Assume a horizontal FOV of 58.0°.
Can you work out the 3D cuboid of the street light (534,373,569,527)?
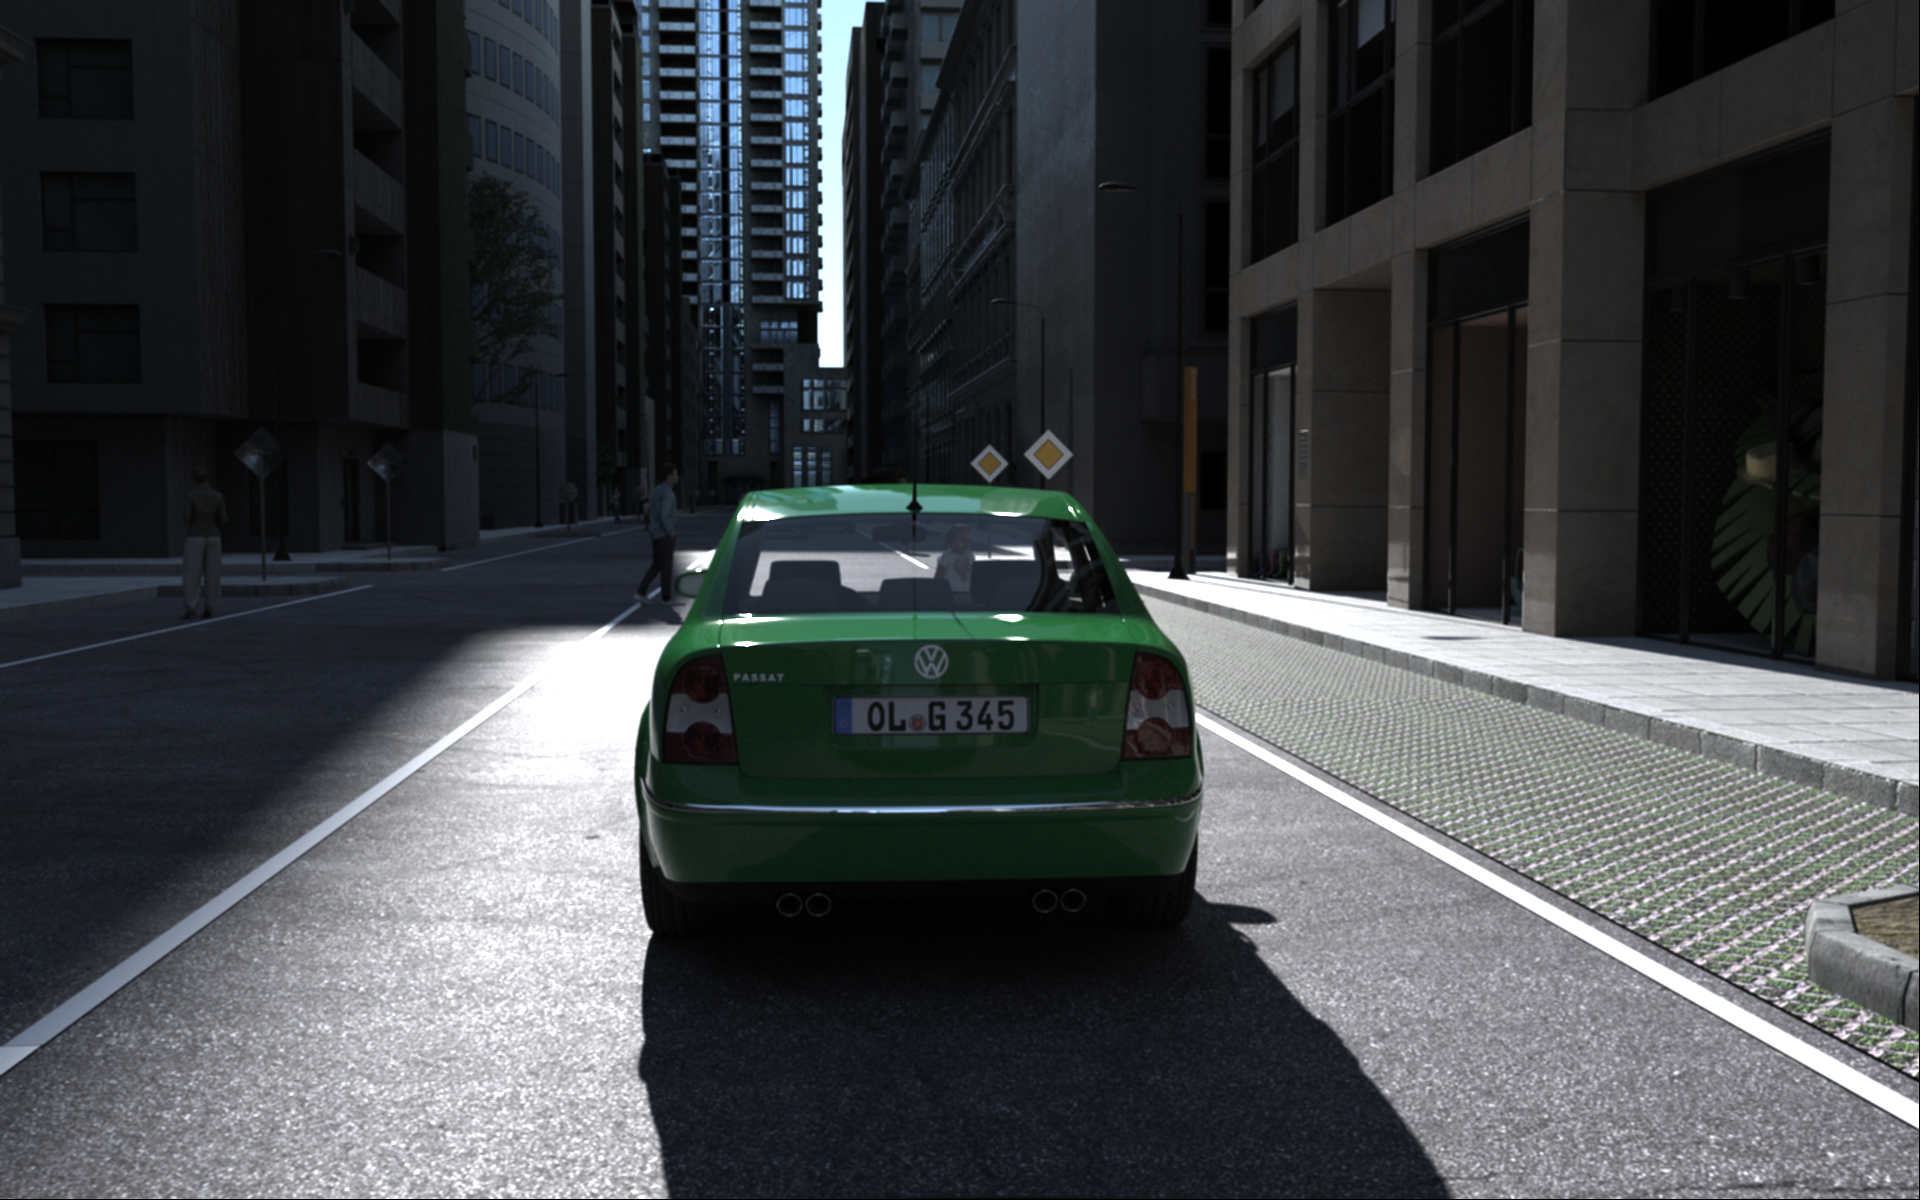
[{"bbox_3d":[-15.733,-5.762,66.745,1.470,5.913,1.316,0,4,-6],"label":"street light"}]

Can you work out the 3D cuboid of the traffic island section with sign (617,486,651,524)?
[{"bbox_3d":[-15.733,-4.671,85.006,1.989,1.847,2.006,0,4,-6],"label":"traffic island section with sign"}]

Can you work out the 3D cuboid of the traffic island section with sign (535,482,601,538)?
[{"bbox_3d":[-13.120,-3.024,58.078,1.989,1.847,2.006,0,4,-6],"label":"traffic island section with sign"}]

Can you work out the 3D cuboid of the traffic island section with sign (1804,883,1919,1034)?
[{"bbox_3d":[3.510,0.241,4.682,1.989,1.847,2.006,0,4,-6],"label":"traffic island section with sign"}]

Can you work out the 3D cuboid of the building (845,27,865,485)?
[{"bbox_3d":[-0.508,-33.717,174.979,21.300,48.544,21.600,0,4,-6],"label":"building"}]

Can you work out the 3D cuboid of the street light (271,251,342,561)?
[{"bbox_3d":[-12.502,-3.709,33.175,1.470,5.913,1.316,0,4,-6],"label":"street light"}]

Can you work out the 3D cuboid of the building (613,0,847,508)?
[{"bbox_3d":[-29.096,-54.291,200.324,31.000,86.520,22.319,0,4,-6],"label":"building"}]

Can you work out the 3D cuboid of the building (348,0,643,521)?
[{"bbox_3d":[-25.948,-20.098,100.307,14.160,30.474,14.107,0,4,-6],"label":"building"}]

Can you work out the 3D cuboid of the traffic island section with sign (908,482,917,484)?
[{"bbox_3d":[-1.767,-3.091,59.162,1.989,1.847,2.006,0,4,-6],"label":"traffic island section with sign"}]

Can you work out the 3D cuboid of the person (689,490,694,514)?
[{"bbox_3d":[-19.681,-7.181,126.828,0.530,1.710,0.541,1,4,15],"label":"person"}]

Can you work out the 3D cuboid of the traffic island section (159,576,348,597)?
[{"bbox_3d":[-10.309,-0.204,25.609,2.009,0.180,2.903,0,4,-6],"label":"traffic island section"}]

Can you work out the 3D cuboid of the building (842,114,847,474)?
[{"bbox_3d":[-6.304,-33.674,200.684,14.200,45.320,14.600,0,4,-6],"label":"building"}]

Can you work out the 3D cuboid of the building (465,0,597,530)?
[{"bbox_3d":[-27.276,-32.299,70.082,21.231,58.520,28.212,0,4,-6],"label":"building"}]

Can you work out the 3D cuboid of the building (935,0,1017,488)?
[{"bbox_3d":[5.740,-13.799,61.772,11.583,22.565,21.152,0,4,-6],"label":"building"}]

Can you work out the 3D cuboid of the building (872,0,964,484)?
[{"bbox_3d":[5.381,-31.516,134.898,23.786,49.044,30.456,0,4,-6],"label":"building"}]

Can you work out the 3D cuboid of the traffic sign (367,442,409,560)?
[{"bbox_3d":[-11.055,-1.826,33.497,0.795,2.450,0.064,0,4,-6],"label":"traffic sign"}]

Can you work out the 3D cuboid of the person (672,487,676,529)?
[{"bbox_3d":[-11.124,-3.536,66.535,0.478,1.798,0.641,2,4,28],"label":"person"}]

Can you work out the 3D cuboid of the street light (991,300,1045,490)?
[{"bbox_3d":[1.448,-4.221,41.561,1.470,5.913,1.316,0,4,-6],"label":"street light"}]

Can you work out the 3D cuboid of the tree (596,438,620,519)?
[{"bbox_3d":[-19.528,-6.569,91.117,4.285,4.588,4.351,0,3,0],"label":"tree"}]

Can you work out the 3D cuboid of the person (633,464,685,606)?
[{"bbox_3d":[-3.876,-0.840,22.256,0.620,1.820,0.660,-2,4,-31],"label":"person"}]

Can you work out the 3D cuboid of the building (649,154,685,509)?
[{"bbox_3d":[-30.894,-22.909,146.262,14.160,30.474,14.107,0,4,-6],"label":"building"}]

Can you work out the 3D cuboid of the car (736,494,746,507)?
[{"bbox_3d":[-17.681,-8.143,144.943,2.131,1.459,4.920,0,4,-5],"label":"car"}]

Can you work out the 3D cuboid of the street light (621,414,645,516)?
[{"bbox_3d":[-18.904,-7.803,100.113,1.470,5.913,1.316,0,4,-6],"label":"street light"}]

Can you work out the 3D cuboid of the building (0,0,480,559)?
[{"bbox_3d":[-19.584,-16.373,39.394,14.160,30.474,14.107,0,4,-6],"label":"building"}]

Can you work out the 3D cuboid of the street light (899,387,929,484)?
[{"bbox_3d":[-1.935,-6.288,75.356,1.470,5.913,1.316,0,4,-6],"label":"street light"}]

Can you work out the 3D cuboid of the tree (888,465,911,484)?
[{"bbox_3d":[-4.173,-7.428,116.047,1.663,3.219,1.824,0,3,0],"label":"tree"}]

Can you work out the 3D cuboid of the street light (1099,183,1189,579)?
[{"bbox_3d":[2.769,-3.274,26.066,1.470,5.913,1.316,0,4,-6],"label":"street light"}]

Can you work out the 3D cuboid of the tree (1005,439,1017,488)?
[{"bbox_3d":[1.903,-3.401,50.212,1.663,3.219,1.824,0,3,0],"label":"tree"}]

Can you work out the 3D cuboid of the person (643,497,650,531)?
[{"bbox_3d":[-12.077,-3.301,66.723,0.306,1.304,0.590,0,4,7],"label":"person"}]

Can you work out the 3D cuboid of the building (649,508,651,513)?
[{"bbox_3d":[-32.716,-49.464,121.402,22.319,86.520,31.000,0,4,-6],"label":"building"}]

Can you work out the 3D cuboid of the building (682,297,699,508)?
[{"bbox_3d":[-40.997,-19.848,169.556,28.899,21.520,27.650,0,4,-6],"label":"building"}]

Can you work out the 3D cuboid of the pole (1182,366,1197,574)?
[{"bbox_3d":[3.690,-2.076,27.791,0.158,3.312,0.155,0,3,0],"label":"pole"}]

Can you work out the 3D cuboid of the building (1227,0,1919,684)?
[{"bbox_3d":[15.379,-12.595,10.447,19.350,26.468,34.151,0,4,-6],"label":"building"}]

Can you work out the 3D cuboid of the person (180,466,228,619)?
[{"bbox_3d":[-8.741,-0.668,19.977,0.519,1.759,0.362,-3,5,-42],"label":"person"}]

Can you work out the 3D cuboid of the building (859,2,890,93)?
[{"bbox_3d":[-1.858,-31.002,156.998,14.600,45.320,14.200,0,4,-6],"label":"building"}]

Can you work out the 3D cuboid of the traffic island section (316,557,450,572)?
[{"bbox_3d":[-11.077,-0.690,33.557,2.009,0.180,2.903,0,4,-6],"label":"traffic island section"}]

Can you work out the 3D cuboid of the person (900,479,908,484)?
[{"bbox_3d":[-1.433,-2.061,42.383,0.709,1.800,0.728,-1,4,-9],"label":"person"}]

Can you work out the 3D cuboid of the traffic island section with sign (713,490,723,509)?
[{"bbox_3d":[-23.194,-9.396,162.256,1.989,1.847,2.006,0,4,-6],"label":"traffic island section with sign"}]

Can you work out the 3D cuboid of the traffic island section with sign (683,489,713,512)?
[{"bbox_3d":[-20.602,-7.755,135.425,1.989,1.847,2.006,0,4,-6],"label":"traffic island section with sign"}]

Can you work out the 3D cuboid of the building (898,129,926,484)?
[{"bbox_3d":[2.536,-16.604,100.357,11.050,23.489,19.941,0,4,-6],"label":"building"}]

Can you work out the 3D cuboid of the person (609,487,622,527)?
[{"bbox_3d":[-15.121,-4.108,76.258,0.643,1.750,0.593,-3,4,-37],"label":"person"}]

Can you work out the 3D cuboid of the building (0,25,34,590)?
[{"bbox_3d":[-29.277,-12.065,16.353,34.723,24.649,14.460,0,4,-6],"label":"building"}]

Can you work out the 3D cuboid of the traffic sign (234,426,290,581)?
[{"bbox_3d":[-10.286,-1.340,25.549,0.795,2.450,0.064,0,4,-6],"label":"traffic sign"}]

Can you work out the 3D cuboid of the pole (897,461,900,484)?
[{"bbox_3d":[-3.813,-6.948,107.437,0.158,3.312,0.155,0,3,0],"label":"pole"}]

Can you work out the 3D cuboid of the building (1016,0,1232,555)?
[{"bbox_3d":[17.092,-13.651,42.264,30.058,24.678,14.314,0,4,-6],"label":"building"}]

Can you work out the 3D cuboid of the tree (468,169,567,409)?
[{"bbox_3d":[-15.554,-7.743,52.355,9.928,11.665,9.643,0,3,0],"label":"tree"}]

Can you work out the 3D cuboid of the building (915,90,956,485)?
[{"bbox_3d":[3.418,-14.202,81.361,9.793,20.994,18.267,0,4,-6],"label":"building"}]

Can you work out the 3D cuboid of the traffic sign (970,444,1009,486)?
[{"bbox_3d":[0.588,-1.893,34.598,0.795,2.450,0.064,0,4,-6],"label":"traffic sign"}]

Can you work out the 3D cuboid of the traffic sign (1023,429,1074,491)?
[{"bbox_3d":[1.356,-1.407,26.650,0.795,2.450,0.064,0,4,-6],"label":"traffic sign"}]

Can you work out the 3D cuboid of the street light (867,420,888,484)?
[{"bbox_3d":[-5.140,-8.349,109.047,1.470,5.913,1.316,0,4,-6],"label":"street light"}]

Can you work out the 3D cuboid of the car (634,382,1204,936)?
[{"bbox_3d":[-0.231,0.108,7.034,1.959,1.807,4.718,0,4,-4],"label":"car"}]
